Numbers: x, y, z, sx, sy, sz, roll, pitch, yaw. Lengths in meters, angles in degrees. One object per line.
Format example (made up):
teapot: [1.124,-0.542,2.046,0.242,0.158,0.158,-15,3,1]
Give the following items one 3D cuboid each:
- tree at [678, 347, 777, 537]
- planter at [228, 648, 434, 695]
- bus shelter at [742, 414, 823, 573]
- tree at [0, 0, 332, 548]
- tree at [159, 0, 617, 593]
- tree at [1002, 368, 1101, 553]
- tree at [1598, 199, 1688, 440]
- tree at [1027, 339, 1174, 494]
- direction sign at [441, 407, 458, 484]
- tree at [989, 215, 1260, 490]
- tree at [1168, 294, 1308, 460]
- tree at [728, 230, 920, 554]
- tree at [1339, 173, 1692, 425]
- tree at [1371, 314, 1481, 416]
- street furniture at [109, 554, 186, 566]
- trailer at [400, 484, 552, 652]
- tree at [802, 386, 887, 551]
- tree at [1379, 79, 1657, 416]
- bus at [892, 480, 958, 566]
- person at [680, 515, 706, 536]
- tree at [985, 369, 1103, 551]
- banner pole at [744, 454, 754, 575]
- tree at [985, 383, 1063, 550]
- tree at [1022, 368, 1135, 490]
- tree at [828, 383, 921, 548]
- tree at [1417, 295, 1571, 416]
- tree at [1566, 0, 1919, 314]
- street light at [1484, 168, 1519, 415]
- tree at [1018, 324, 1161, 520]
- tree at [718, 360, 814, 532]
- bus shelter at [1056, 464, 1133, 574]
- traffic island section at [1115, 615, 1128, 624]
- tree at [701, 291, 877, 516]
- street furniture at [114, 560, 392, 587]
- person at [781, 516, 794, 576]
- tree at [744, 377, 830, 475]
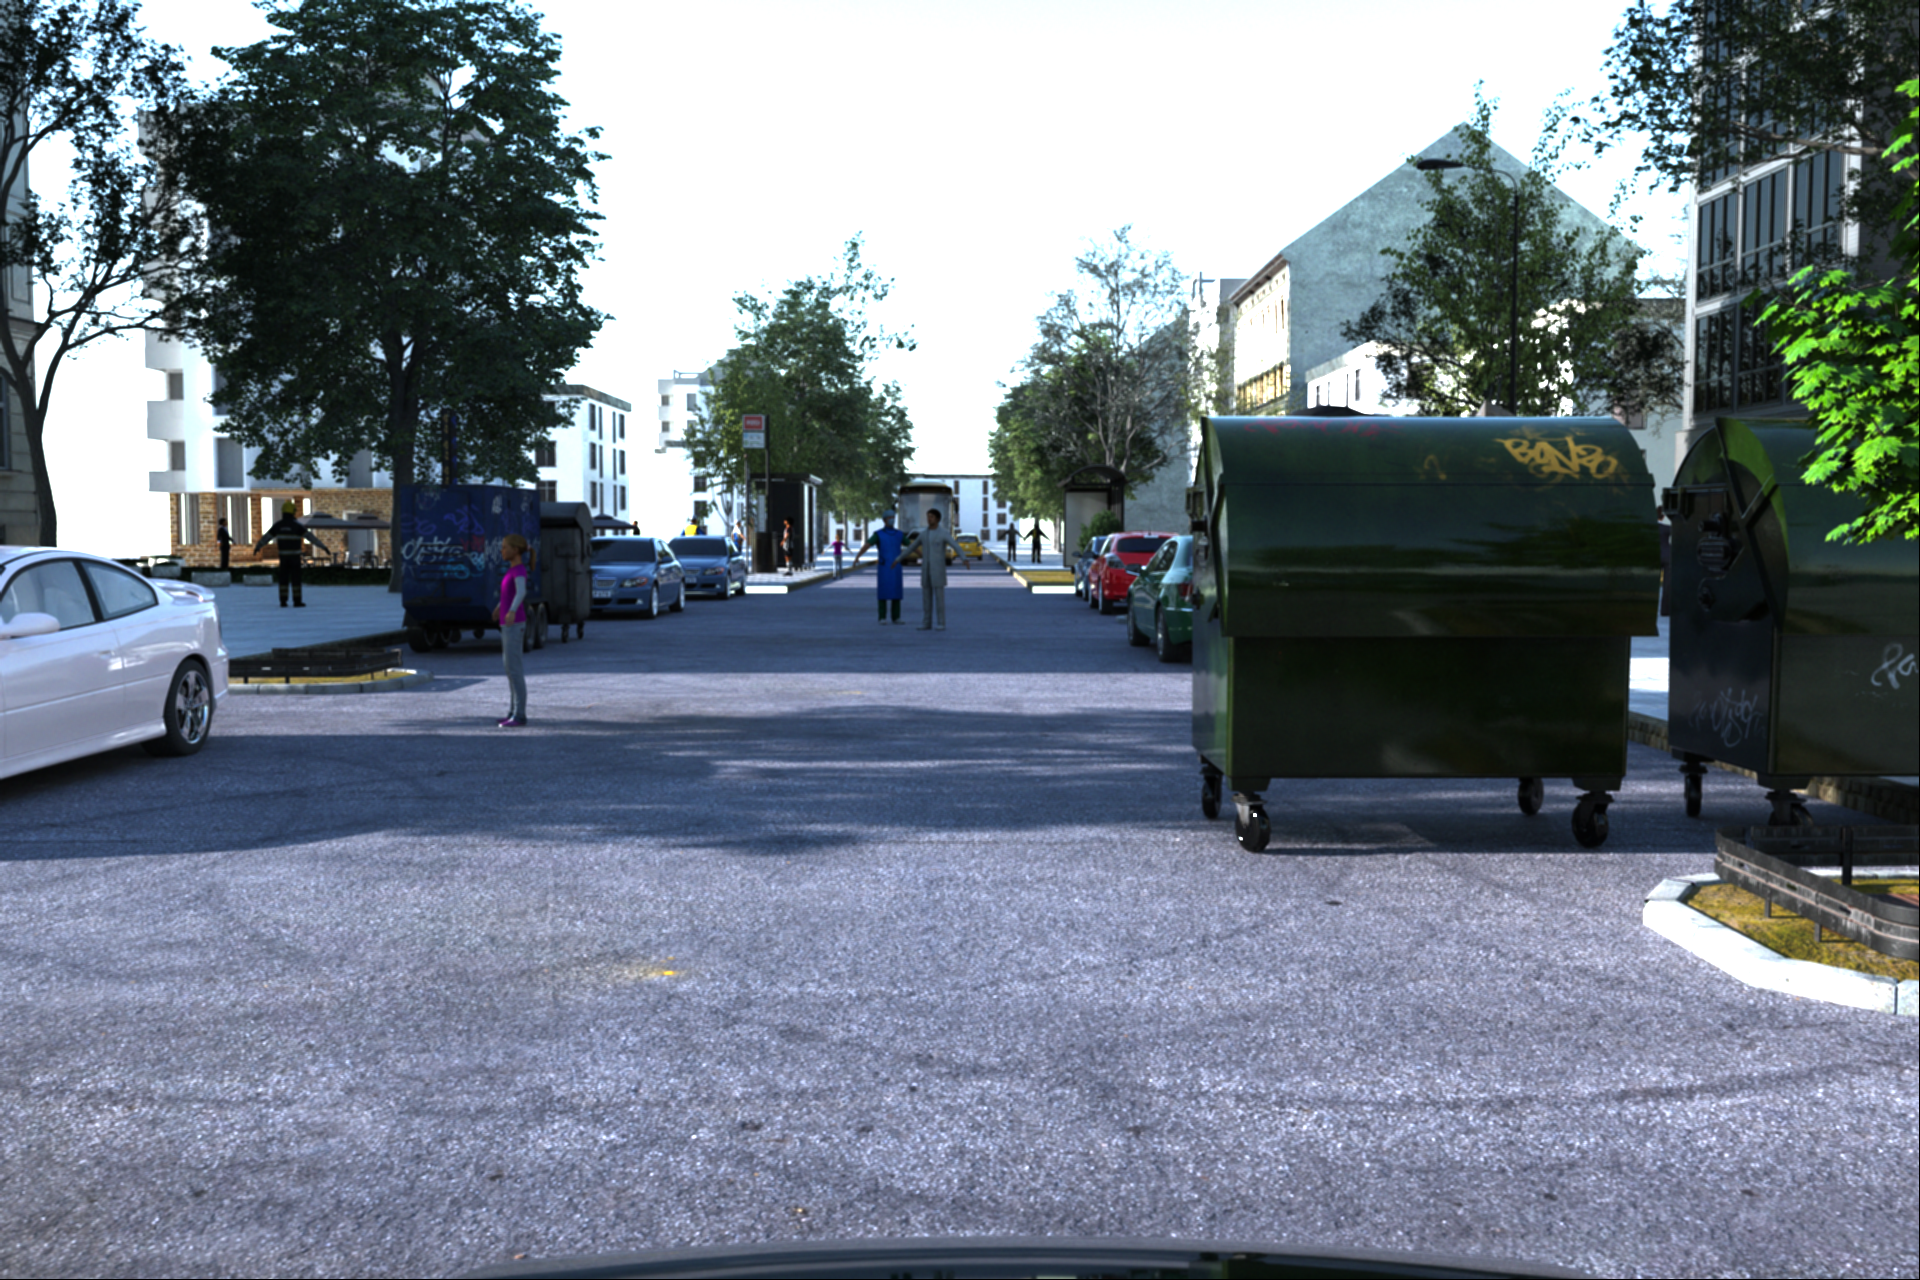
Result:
tree: [-9.284,-7.248,68.864,4.737,8.622,4.395,0,3,0]
planter: [-6.134,0.289,16.420,1.991,0.319,1.994,0,4,1]
bus shelter: [-6.215,-5.081,60.714,2.179,5.291,8.768,0,4,0]
tree: [-12.192,-5.404,22.768,7.601,10.594,8.767,2,4,31]
tree: [-12.180,-8.025,37.870,9.857,13.997,8.962,0,3,0]
tree: [6.679,-12.154,116.850,7.486,12.596,7.792,0,3,0]
tree: [24.998,-8.900,55.890,12.009,13.543,11.850,0,3,0]
tree: [6.713,-9.106,83.296,7.601,10.594,8.767,-1,4,-21]
direction sign: [-9.220,-2.406,31.336,0.379,3.537,0.876,0,4,-1]
tree: [6.165,-9.623,67.708,12.009,13.543,11.850,0,3,0]
tree: [8.010,-6.308,53.503,4.360,8.622,3.978,0,3,0]
tree: [-8.543,-15.491,109.162,12.611,20.169,13.585,0,3,0]
tree: [14.018,-6.696,43.900,8.767,10.594,7.601,0,4,8]
tree: [16.038,-6.560,57.610,4.360,8.622,3.978,0,3,0]
street furniture: [-28.508,-2.471,56.029,5.734,0.657,10.072,-2,4,-35]
trailer: [-5.911,-0.825,20.541,1.471,1.999,3.904,0,3,0]
tree: [-9.154,-13.102,132.340,7.486,12.596,7.792,0,3,0]
tree: [9.206,-4.798,28.806,4.737,8.622,4.395,0,3,0]
bus: [-1.547,-5.537,82.082,2.896,3.916,12.252,0,4,0]
person: [-7.532,-2.641,49.152,1.349,1.833,0.705,2,4,31]
tree: [6.974,-13.507,127.500,9.857,13.997,8.962,0,3,0]
banner pole: [-6.690,-3.953,54.653,0.401,3.779,0.863,0,4,2]
tree: [6.439,-14.449,142.901,9.857,13.997,8.962,0,3,0]
tree: [7.266,-10.844,103.058,9.928,11.665,9.643,0,3,0]
tree: [-8.171,-14.701,147.011,9.857,13.997,8.962,0,3,0]
tree: [15.439,-6.152,50.955,4.737,8.622,4.395,0,3,0]
tree: [9.130,-4.904,14.599,8.767,10.594,7.601,3,5,42]
street light: [7.431,-2.999,21.583,1.470,5.913,1.316,0,4,0]
tree: [6.901,-10.667,92.526,7.486,12.596,7.792,0,3,0]
tree: [-8.635,-7.593,74.509,4.737,8.622,4.395,0,3,0]
bus shelter: [4.055,-3.610,52.941,2.014,3.302,5.546,0,4,1]
traffic island section: [3.543,-0.321,28.120,1.991,0.108,1.994,0,4,1]
tree: [-8.938,-11.372,92.592,9.857,13.997,8.962,0,3,0]
street furniture: [-17.066,-1.773,44.615,10.072,0.657,5.734,-1,4,-14]
person: [-5.300,-2.885,53.310,0.704,1.843,1.345,0,4,3]
tree: [-8.339,-7.979,80.827,4.737,8.622,4.395,0,3,0]
